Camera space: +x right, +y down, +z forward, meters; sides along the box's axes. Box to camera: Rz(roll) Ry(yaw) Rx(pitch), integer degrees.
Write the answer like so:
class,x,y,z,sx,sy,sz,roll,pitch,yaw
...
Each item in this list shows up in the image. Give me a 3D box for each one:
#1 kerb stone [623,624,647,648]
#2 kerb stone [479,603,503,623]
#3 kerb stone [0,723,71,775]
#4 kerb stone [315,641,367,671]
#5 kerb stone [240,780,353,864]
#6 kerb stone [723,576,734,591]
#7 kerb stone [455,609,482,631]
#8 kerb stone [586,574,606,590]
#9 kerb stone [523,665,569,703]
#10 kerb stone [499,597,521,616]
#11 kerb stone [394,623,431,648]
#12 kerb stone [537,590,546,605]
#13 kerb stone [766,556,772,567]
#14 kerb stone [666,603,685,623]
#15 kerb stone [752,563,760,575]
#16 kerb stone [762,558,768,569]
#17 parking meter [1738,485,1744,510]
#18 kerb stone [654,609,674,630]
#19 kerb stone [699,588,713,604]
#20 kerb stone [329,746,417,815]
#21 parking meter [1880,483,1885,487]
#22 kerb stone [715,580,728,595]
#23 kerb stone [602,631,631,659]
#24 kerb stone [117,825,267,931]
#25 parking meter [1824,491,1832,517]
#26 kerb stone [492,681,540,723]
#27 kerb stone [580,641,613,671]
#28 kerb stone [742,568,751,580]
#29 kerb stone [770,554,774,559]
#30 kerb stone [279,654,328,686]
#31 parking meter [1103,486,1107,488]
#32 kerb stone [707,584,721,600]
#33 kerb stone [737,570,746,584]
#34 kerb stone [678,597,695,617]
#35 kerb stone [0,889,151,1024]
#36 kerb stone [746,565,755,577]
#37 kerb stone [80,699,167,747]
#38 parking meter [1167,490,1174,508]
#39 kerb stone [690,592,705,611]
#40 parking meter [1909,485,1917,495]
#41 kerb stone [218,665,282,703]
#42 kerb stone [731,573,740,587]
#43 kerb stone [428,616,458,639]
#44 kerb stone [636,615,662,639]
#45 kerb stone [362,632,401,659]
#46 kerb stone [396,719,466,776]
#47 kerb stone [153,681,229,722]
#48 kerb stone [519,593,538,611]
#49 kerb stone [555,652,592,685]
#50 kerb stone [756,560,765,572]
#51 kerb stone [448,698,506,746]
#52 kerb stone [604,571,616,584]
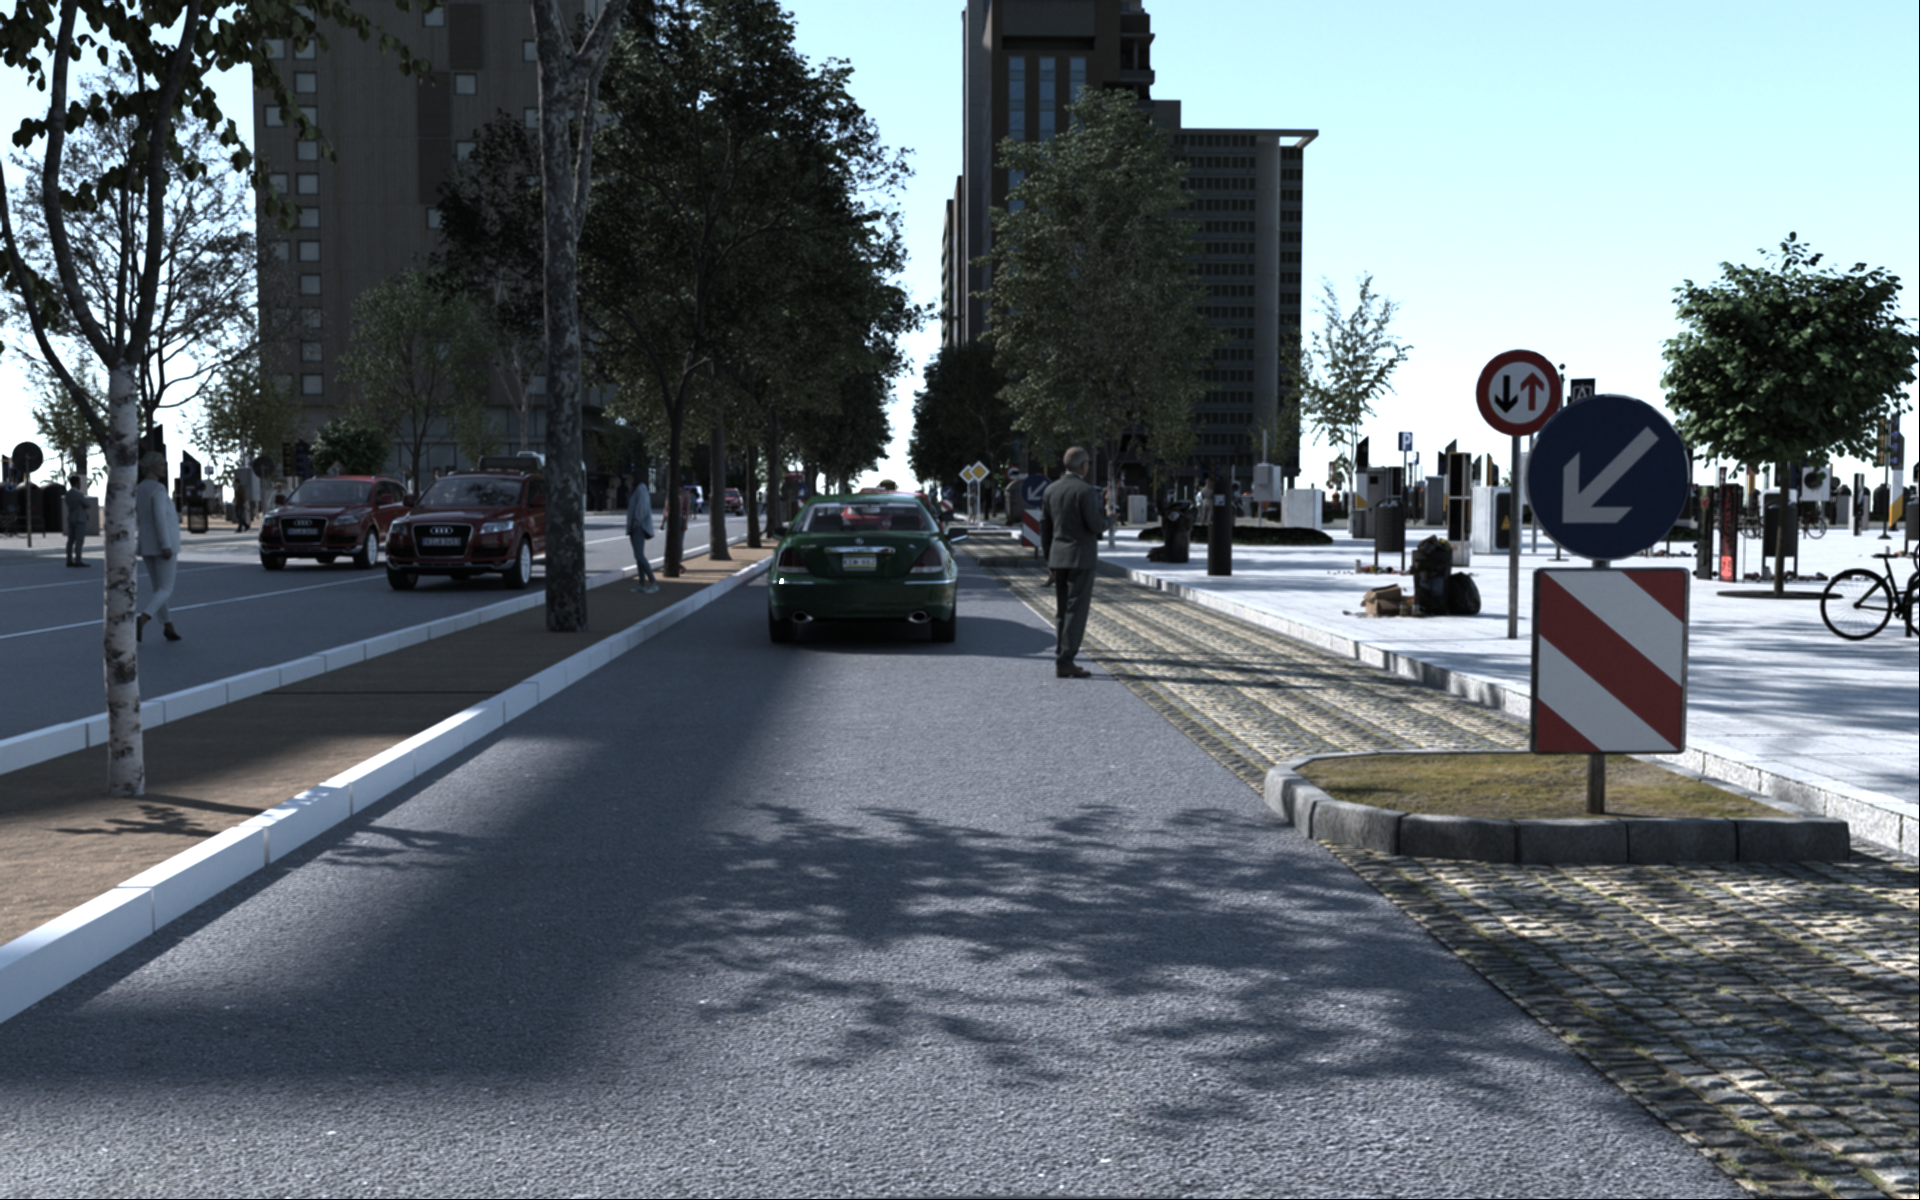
class,x,y,z,sx,sy,sz,roll,pitch,yaw
kerb stone,-3.123,0.360,16.427,0.120,0.150,1.000,0,4,-2
kerb stone,-5.340,0.168,19.470,0.120,0.150,1.000,0,4,-2
kerb stone,-4.941,0.794,9.207,0.120,0.150,1.000,0,4,-2
kerb stone,-5.145,0.481,14.339,0.120,0.150,1.000,0,4,-2
kerb stone,-2.754,0.917,7.202,0.120,0.150,1.000,0,4,-2
kerb stone,-3.486,-0.212,25.659,0.120,0.150,1.000,0,4,-2
kerb stone,-5.300,0.235,18.443,0.120,0.150,1.000,0,4,-2
kerb stone,-5.629,-0.269,26.627,0.120,0.150,1.000,0,4,-2
kerb stone,-2.960,0.604,12.328,0.120,0.150,1.000,0,4,-2
kerb stone,-5.390,0.104,20.491,0.120,0.150,1.000,0,4,-2
kerb stone,-5.227,0.355,16.391,0.120,0.150,1.000,0,4,-2
kerb stone,-5.470,-0.017,22.537,0.120,0.150,1.000,0,4,-2
kerb stone,-3.816,-0.710,33.868,0.120,0.150,1.000,0,4,-2
kerb stone,-3.241,0.165,19.493,0.120,0.150,1.000,0,4,-2
kerb stone,-3.692,-0.526,30.789,0.120,0.150,1.000,0,4,-2
kerb stone,-3.779,-0.651,32.841,0.120,0.150,1.000,0,4,-2
parking meter,49.053,-6.312,108.917,0.255,1.863,0.399,-2,4,-30
kerb stone,-3.197,0.228,18.471,0.120,0.150,1.000,0,4,-2
kerb stone,-3.371,-0.023,22.574,0.120,0.150,1.000,0,4,-2
kerb stone,-2.791,0.854,8.228,0.120,0.150,1.000,0,4,-2
parking meter,50.132,-5.402,94.041,0.255,1.863,0.399,1,4,9
kerb stone,-3.449,-0.148,24.630,0.120,0.150,1.000,0,4,-2
kerb stone,-3.086,0.415,15.405,0.120,0.150,1.000,0,4,-2
kerb stone,-2.720,0.980,6.170,0.120,0.150,1.000,0,4,-2
parking meter,47.624,-5.298,95.040,0.372,1.533,0.369,0,3,0
kerb stone,-2.919,0.673,11.304,0.120,0.150,1.000,0,4,-2
kerb stone,-3.044,0.479,14.373,0.120,0.150,1.000,0,4,-2
kerb stone,-3.616,-0.393,28.745,0.120,0.150,1.000,0,4,-2
kerb stone,-3.857,-0.777,34.897,0.120,0.150,1.000,0,4,-2
kerb stone,-5.102,0.552,13.304,0.120,0.150,1.000,0,4,-2
parking meter,10.397,-7.224,123.826,0.399,1.863,0.255,3,5,41
kerb stone,-3.404,-0.086,23.596,0.120,0.150,1.000,0,4,-2
kerb stone,-3.575,-0.335,27.709,0.120,0.150,1.000,0,4,-2
kerb stone,-3.282,0.103,20.518,0.120,0.150,1.000,0,4,-2
kerb stone,-2.674,1.046,5.146,0.120,0.150,1.000,0,4,-2
kerb stone,-3.661,-0.463,29.767,0.120,0.150,1.000,0,4,-2
kerb stone,-4.973,0.735,10.230,0.120,0.150,1.000,0,4,-2
parking meter,11.732,-5.384,96.445,0.372,1.533,0.369,0,3,0
kerb stone,-3.319,0.040,21.542,0.120,0.150,1.000,0,4,-2
parking meter,61.252,-6.460,111.336,0.399,1.863,0.255,3,5,43
kerb stone,-5.059,0.607,12.277,0.120,0.150,1.000,0,4,-2
kerb stone,-3.536,-0.273,26.688,0.120,0.150,1.000,0,4,-2
kerb stone,-5.260,0.293,17.422,0.120,0.150,1.000,0,4,-2
kerb stone,-3.159,0.290,17.449,0.120,0.150,1.000,0,4,-2
kerb stone,-5.182,0.418,15.368,0.120,0.150,1.000,0,4,-2
kerb stone,-2.835,0.792,9.254,0.120,0.150,1.000,0,4,-2
kerb stone,-5.016,0.669,11.251,0.120,0.150,1.000,0,4,-2
kerb stone,-5.432,0.042,21.512,0.120,0.150,1.000,0,4,-2
kerb stone,-3.001,0.541,13.349,0.120,0.150,1.000,0,4,-2
kerb stone,-3.734,-0.588,31.810,0.120,0.150,1.000,0,4,-2
kerb stone,-2.880,0.729,10.276,0.120,0.150,1.000,0,4,-2
kerb stone,-5.674,-0.334,27.661,0.120,0.150,1.000,0,4,-2
